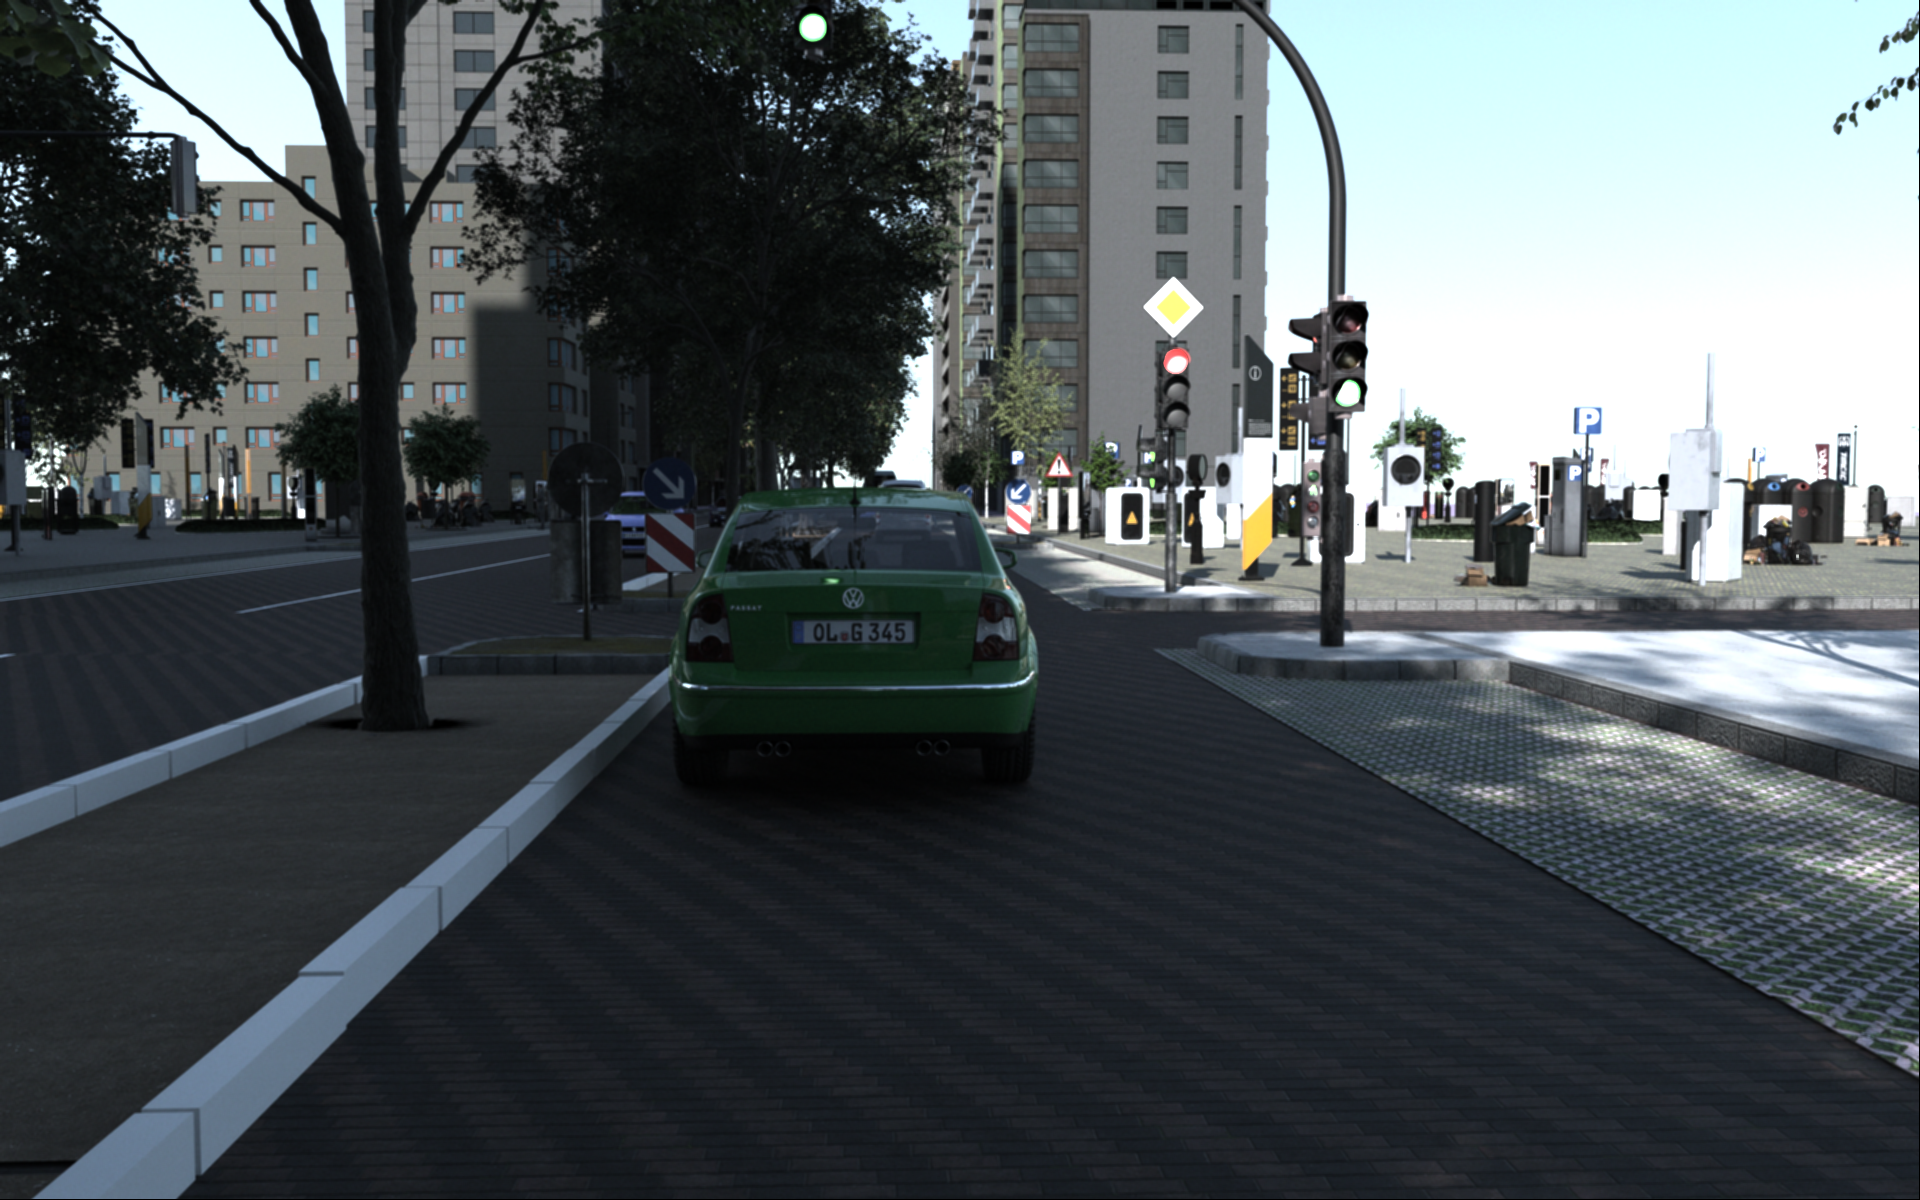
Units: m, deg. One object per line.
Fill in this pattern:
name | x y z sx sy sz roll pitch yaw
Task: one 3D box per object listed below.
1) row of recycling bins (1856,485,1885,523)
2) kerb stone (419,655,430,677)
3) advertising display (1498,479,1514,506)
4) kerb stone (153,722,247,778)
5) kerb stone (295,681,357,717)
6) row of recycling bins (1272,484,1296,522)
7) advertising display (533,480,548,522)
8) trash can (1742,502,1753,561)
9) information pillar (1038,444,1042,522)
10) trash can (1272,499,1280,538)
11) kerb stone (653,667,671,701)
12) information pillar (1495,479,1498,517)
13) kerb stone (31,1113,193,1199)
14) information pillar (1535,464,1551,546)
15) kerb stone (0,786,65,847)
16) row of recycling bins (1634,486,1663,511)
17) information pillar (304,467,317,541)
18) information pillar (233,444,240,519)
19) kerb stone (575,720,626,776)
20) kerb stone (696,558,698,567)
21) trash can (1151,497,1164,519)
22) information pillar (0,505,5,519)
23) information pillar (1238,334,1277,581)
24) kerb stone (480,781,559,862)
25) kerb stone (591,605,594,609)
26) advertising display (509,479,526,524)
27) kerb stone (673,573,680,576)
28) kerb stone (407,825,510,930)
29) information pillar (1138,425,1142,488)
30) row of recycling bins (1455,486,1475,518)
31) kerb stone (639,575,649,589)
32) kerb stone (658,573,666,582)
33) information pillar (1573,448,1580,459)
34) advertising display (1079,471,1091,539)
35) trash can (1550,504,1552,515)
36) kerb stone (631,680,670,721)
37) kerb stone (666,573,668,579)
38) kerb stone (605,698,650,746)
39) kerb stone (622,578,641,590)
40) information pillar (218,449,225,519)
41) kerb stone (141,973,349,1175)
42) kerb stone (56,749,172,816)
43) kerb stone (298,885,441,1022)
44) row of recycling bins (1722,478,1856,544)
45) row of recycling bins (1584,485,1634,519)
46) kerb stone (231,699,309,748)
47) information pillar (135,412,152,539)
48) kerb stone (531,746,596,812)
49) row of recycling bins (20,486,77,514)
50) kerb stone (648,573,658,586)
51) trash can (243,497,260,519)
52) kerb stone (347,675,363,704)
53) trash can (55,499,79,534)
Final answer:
row of recycling bins | 39.518 -4.313 77.630 3.534 1.692 1.069 3 5 43
kerb stone | -4.230 0.546 13.270 0.120 0.150 1.000 0 4 -3
advertising display | 23.078 -4.160 73.229 0.974 1.923 0.123 -3 4 -37
kerb stone | -4.027 0.797 9.161 0.120 0.150 1.000 0 4 -3
kerb stone | -4.136 0.674 11.219 0.120 0.150 1.000 0 4 -3
row of recycling bins | 12.880 -3.812 69.445 1.069 1.692 3.534 -3 5 -39
advertising display | -19.031 -4.490 78.619 0.123 1.923 0.974 1 4 20
trash can | 14.791 -1.318 33.211 0.748 1.137 0.748 0 3 0
information pillar | 3.715 -5.485 81.031 0.183 3.616 0.504 0 4 -4
trash can | 8.986 -2.386 50.667 0.748 1.137 0.748 0 3 0
kerb stone | -2.084 0.604 12.343 0.120 0.150 1.000 0 4 -3
information pillar | 26.046 -4.849 83.767 0.304 2.012 0.304 0 4 -1
kerb stone | -1.633 1.173 3.113 0.120 0.150 1.000 0 4 -3
information pillar | 14.334 -2.332 42.622 0.304 2.012 0.304 0 4 3
kerb stone | -3.930 0.922 7.119 0.120 0.150 1.000 0 4 -3
row of recycling bins | 35.665 -5.146 91.247 3.534 1.692 1.069 -1 4 -18
information pillar | -17.707 -2.613 47.212 0.304 2.012 0.304 -1 4 -21
information pillar | -34.170 -5.531 81.781 0.183 3.616 0.504 0 4 -5
kerb stone | -1.928 0.795 9.247 0.120 0.150 1.000 0 4 -3
kerb stone | -5.286 -0.798 35.315 0.120 0.150 1.000 0 4 -3
trash can | 10.252 -4.777 89.756 0.748 1.137 0.748 0 3 0
information pillar | -38.396 -4.770 69.348 0.183 3.616 0.504 -3 5 -44
information pillar | 4.398 -2.096 25.622 0.504 3.616 0.183 -2 4 -27
kerb stone | -1.831 0.921 7.200 0.120 0.150 1.000 0 4 -3
kerb stone | -4.652 0.011 22.011 0.120 0.150 1.000 0 4 -3
advertising display | -18.745 -4.171 73.414 0.123 1.923 0.974 2 4 24
kerb stone | -5.038 -0.489 30.194 0.120 0.150 1.000 0 4 -3
kerb stone | -1.783 0.983 6.178 0.120 0.150 1.000 0 4 -3
information pillar | 6.045 -4.091 58.247 0.183 3.616 0.504 1 4 11
row of recycling bins | 27.895 -5.214 92.363 1.069 1.692 3.534 -2 4 -34
kerb stone | -4.845 -0.239 26.100 0.120 0.150 1.000 0 4 -3
kerb stone | -4.939 -0.364 28.142 0.120 0.150 1.000 0 4 -3
information pillar | 31.349 -5.923 88.195 0.504 3.616 0.183 -2 4 -34
advertising display | 3.554 -2.696 49.292 0.123 1.923 0.974 1 4 18
trash can | 23.724 -3.487 68.660 0.748 1.137 0.748 0 3 0
kerb stone | -2.034 0.666 11.314 0.120 0.150 1.000 0 4 -3
kerb stone | -4.991 -0.423 29.174 0.120 0.150 1.000 0 4 -3
kerb stone | -1.979 0.731 10.277 0.120 0.150 1.000 0 4 -3
kerb stone | -4.790 -0.176 25.080 0.120 0.150 1.000 0 4 -3
information pillar | -38.316 -6.026 89.878 0.183 3.616 0.504 -3 5 -44
kerb stone | -1.679 1.111 4.134 0.120 0.150 1.000 0 4 -3
kerb stone | -3.982 0.860 8.140 0.120 0.150 1.000 0 4 -3
kerb stone | -1.740 1.042 5.154 0.120 0.150 1.000 0 4 -3
row of recycling bins | 21.379 -2.329 45.200 3.534 1.692 1.069 -1 4 -13
row of recycling bins | 28.481 -4.317 77.698 3.534 1.692 1.069 -2 4 -30
kerb stone | -4.073 0.734 10.195 0.120 0.150 1.000 0 4 -3
information pillar | -23.269 -3.548 49.364 0.504 3.616 0.183 2 4 26
kerb stone | -1.883 0.855 8.222 0.120 0.150 1.000 0 4 -3
row of recycling bins | -46.663 -4.978 88.499 3.534 1.692 1.069 1 4 17
kerb stone | -4.886 -0.301 27.121 0.120 0.150 1.000 0 4 -3
trash can | -32.739 -4.186 80.094 0.748 1.137 0.748 0 3 0
kerb stone | -4.174 0.609 12.247 0.120 0.150 1.000 0 4 -3
trash can | -28.458 -2.664 55.214 0.748 1.137 0.748 0 3 0
